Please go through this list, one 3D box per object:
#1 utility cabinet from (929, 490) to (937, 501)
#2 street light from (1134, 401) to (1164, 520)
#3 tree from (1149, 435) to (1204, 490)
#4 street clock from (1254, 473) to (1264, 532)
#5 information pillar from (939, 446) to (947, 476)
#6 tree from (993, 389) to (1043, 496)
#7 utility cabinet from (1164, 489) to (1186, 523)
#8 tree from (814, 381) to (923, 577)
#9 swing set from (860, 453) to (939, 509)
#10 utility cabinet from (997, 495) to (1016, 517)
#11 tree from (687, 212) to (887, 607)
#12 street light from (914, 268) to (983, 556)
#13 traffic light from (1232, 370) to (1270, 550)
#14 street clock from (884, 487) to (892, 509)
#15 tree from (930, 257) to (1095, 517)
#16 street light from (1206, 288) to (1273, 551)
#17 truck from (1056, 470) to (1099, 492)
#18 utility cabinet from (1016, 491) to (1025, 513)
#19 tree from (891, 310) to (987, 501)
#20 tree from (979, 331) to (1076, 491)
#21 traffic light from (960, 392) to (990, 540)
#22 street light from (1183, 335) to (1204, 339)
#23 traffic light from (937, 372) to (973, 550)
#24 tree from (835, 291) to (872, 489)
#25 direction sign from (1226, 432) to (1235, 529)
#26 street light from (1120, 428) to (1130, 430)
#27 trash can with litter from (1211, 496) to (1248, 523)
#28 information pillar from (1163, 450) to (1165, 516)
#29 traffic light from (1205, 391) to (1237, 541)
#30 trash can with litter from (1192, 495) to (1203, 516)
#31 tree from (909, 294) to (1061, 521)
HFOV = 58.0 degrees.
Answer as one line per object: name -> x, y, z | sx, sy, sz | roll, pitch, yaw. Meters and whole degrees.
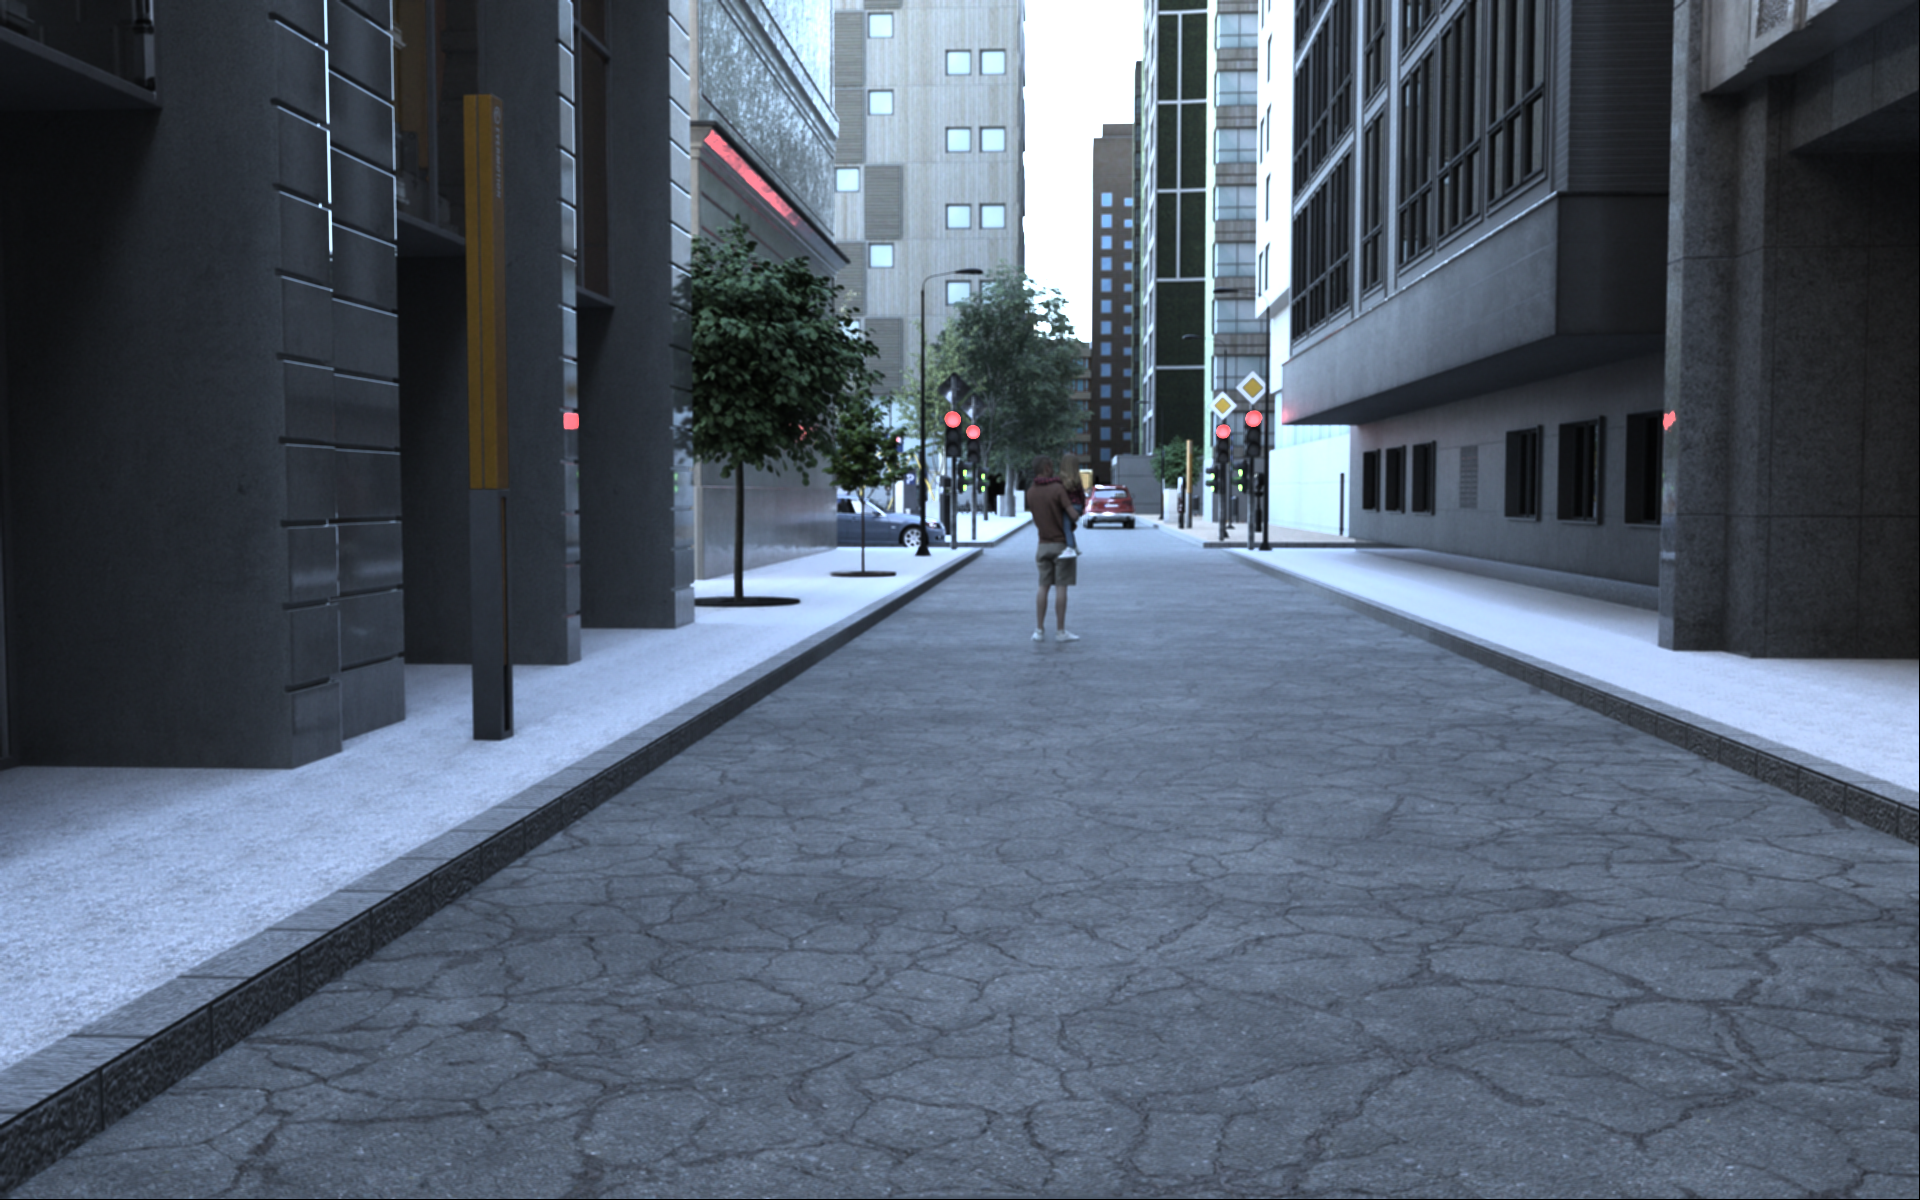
utility cabinet -> -1.154, -5.469, 98.093 | 1.173, 1.500, 0.318 | -1, 4, -9
street light -> 9.546, -6.965, 86.414 | 1.470, 5.913, 1.316 | 0, 4, 4
tree -> 12.143, -6.872, 96.068 | 4.285, 4.588, 4.351 | 0, 3, 0
street clock -> 10.054, -3.287, 58.316 | 0.358, 2.002, 0.471 | -1, 4, -16
information pillar -> -0.742, -5.201, 76.393 | 0.183, 3.616, 0.504 | -2, 4, -32
tree -> 3.418, -9.436, 104.644 | 4.360, 8.622, 3.978 | 0, 3, 0
utility cabinet -> 9.417, -4.114, 75.941 | 1.173, 1.500, 0.318 | -3, 5, -42
tree -> -1.618, -1.985, 27.058 | 1.663, 3.219, 1.824 | 0, 3, 0
swing set -> -2.452, -4.183, 66.015 | 2.862, 2.851, 3.119 | 2, 4, 24
utility cabinet -> 2.593, -5.208, 96.306 | 1.020, 1.237, 0.306 | -2, 4, -25
tree -> -2.555, -2.231, 20.197 | 4.285, 4.588, 4.351 | 0, 3, 0
street light -> -0.228, -3.869, 35.793 | 1.470, 5.913, 1.316 | 0, 4, 4
traffic light -> 6.624, -3.089, 39.427 | 0.839, 4.253, 0.868 | 0, 4, 4
street clock -> -5.017, -7.118, 120.956 | 0.471, 2.002, 0.358 | 1, 4, 19
tree -> 2.807, -11.522, 95.047 | 9.857, 13.997, 8.962 | 0, 3, 0
street light -> 6.379, -4.071, 39.095 | 1.470, 5.913, 1.316 | 0, 4, 4
truck -> 9.263, -8.674, 137.744 | 3.469, 3.379, 9.791 | 0, 4, 5
utility cabinet -> 3.692, -6.505, 115.027 | 1.173, 1.500, 0.318 | 0, 4, 7
tree -> -0.904, -7.319, 70.033 | 4.737, 8.622, 4.395 | 0, 3, 0
tree -> 4.285, -12.205, 117.672 | 7.486, 12.596, 7.792 | 0, 3, 0
traffic light -> 0.404, -3.603, 47.824 | 0.839, 4.253, 0.868 | 0, 4, 4
street light -> 7.202, -4.780, 50.692 | 1.470, 5.913, 1.316 | 0, 4, 4
traffic light -> -0.123, -3.115, 39.856 | 0.839, 4.253, 0.868 | 0, 4, 4
tree -> -4.640, -6.633, 58.819 | 4.360, 8.622, 3.978 | 0, 3, 0
direction sign -> 9.990, -4.402, 63.965 | 0.379, 3.537, 0.876 | 0, 3, 0
street light -> 12.010, -9.165, 122.385 | 1.470, 5.913, 1.316 | 0, 4, 4
trash can with litter -> 12.247, -3.993, 76.335 | 1.678, 1.210, 2.233 | -2, 4, -32
information pillar -> 10.894, -6.207, 92.844 | 0.183, 3.616, 0.504 | 1, 4, 12
traffic light -> 7.151, -3.576, 47.395 | 0.839, 4.253, 0.868 | 0, 4, 4
trash can with litter -> 14.031, -5.503, 101.029 | 2.233, 1.210, 1.678 | 2, 4, 30
tree -> 0.989, -9.027, 81.998 | 8.767, 10.594, 7.601 | 3, 5, 40
